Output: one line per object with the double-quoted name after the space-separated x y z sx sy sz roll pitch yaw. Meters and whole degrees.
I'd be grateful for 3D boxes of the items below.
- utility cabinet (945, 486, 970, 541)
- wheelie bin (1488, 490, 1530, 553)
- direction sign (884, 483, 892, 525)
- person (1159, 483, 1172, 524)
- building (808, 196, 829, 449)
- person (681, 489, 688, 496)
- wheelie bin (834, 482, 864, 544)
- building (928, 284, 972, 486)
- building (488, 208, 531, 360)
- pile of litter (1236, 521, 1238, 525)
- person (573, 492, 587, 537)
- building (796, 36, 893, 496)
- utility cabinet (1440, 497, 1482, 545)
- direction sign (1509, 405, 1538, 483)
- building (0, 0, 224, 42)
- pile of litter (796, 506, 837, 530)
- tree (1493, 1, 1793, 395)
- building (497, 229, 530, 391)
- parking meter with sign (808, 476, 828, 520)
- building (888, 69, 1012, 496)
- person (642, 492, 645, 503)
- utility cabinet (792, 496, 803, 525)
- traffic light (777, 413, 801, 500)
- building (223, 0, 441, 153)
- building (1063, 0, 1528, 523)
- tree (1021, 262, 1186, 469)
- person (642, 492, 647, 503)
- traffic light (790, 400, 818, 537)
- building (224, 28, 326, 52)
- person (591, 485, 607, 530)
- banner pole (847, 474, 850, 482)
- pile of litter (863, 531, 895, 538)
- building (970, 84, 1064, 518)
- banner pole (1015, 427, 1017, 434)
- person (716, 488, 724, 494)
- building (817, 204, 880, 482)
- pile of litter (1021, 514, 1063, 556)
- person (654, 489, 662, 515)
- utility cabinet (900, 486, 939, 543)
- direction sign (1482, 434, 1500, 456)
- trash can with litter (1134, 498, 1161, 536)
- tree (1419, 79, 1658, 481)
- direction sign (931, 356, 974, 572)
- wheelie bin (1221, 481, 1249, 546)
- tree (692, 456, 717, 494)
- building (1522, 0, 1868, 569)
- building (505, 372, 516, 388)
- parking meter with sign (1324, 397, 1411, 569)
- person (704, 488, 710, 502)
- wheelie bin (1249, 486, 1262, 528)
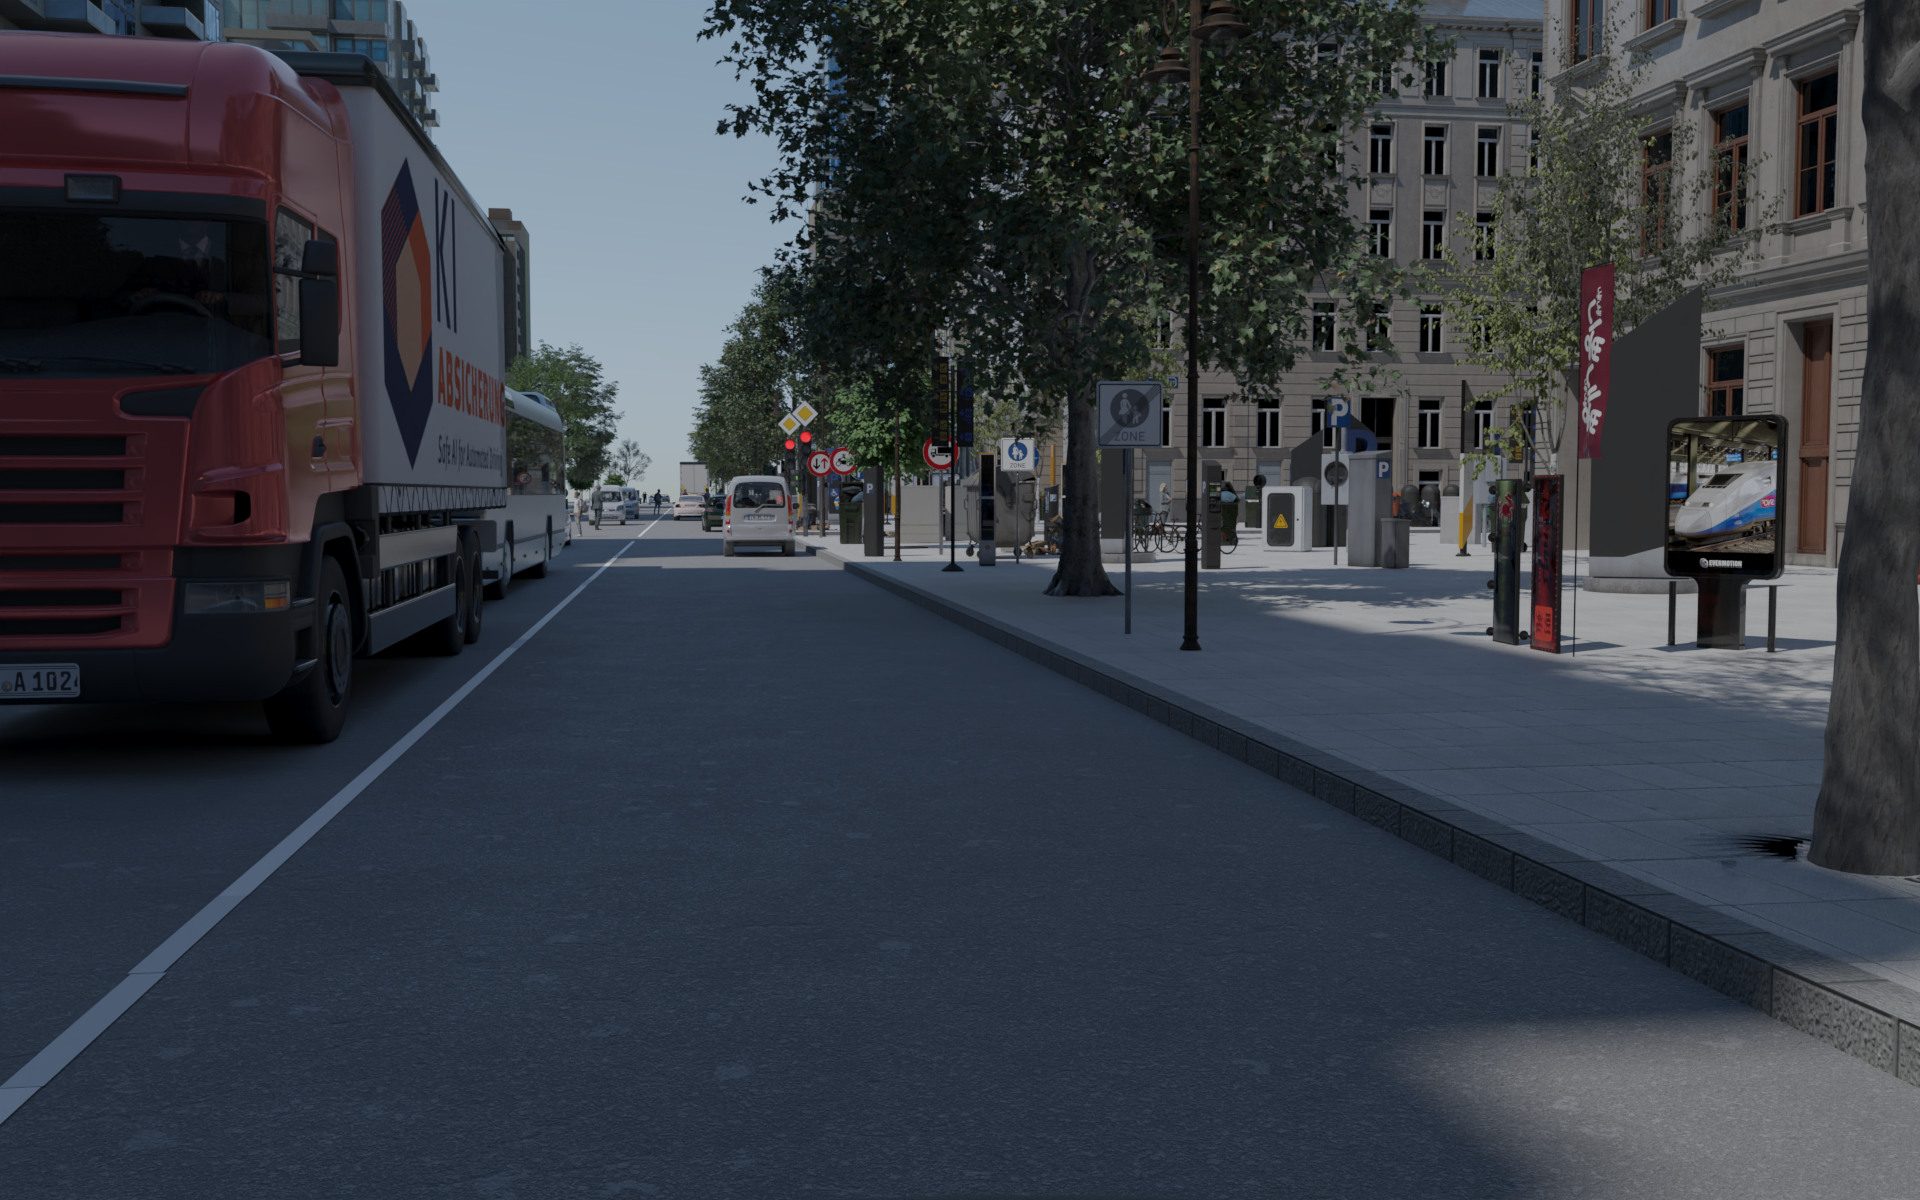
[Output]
0.147 -2.360 47.263 1.173 1.500 0.318 -3 4 -37 "utility cabinet"
11.953 -1.832 37.853 0.980 1.594 0.693 -2 4 -32 "wheelie bin"
-3.036 -4.911 72.285 0.876 3.537 0.379 2 4 28 "direction sign"
6.767 -2.941 56.774 0.537 1.800 0.526 -3 5 -44 "person"
-14.933 -37.073 256.257 14.600 45.320 14.200 -1 4 -9 "building"
-22.447 -8.151 141.733 1.348 1.831 0.705 -3 5 -41 "person"
-2.755 -2.237 44.482 0.980 1.594 0.693 0 4 2 "wheelie bin"
5.823 -20.704 125.900 14.401 28.519 23.554 -1 4 -9 "building"
-75.495 -38.148 273.837 14.600 45.320 14.200 -1 4 -9 "building"
10.936 -3.527 71.625 1.176 0.858 1.719 1 4 10 "pile of litter"
-12.837 -2.888 58.321 0.503 1.515 0.523 2 4 26 "person"
-14.923 -59.087 278.735 22.319 86.520 31.000 -1 4 -9 "building"
12.860 -2.037 44.460 0.306 1.237 1.020 -3 5 -44 "utility cabinet"
14.342 -3.173 43.873 0.876 3.537 0.379 0 4 2 "direction sign"
-47.525 -46.953 80.361 22.319 86.520 31.000 -1 4 -9 "building"
-5.148 -2.920 61.701 1.719 0.858 1.176 -1 4 -17 "pile of litter"
9.897 -4.642 26.262 4.360 8.622 3.978 0 3 0 "tree"
-72.435 -35.264 260.152 14.154 41.232 14.086 -1 4 -9 "building"
-5.806 -4.798 74.715 1.738 3.016 0.543 -2 4 -27 "parking meter with sign"
3.085 -43.977 157.282 20.563 71.187 20.611 -1 4 -9 "building"
-52.612 -17.115 288.321 1.348 1.826 0.705 3 5 43 "person"
-7.012 -3.724 72.056 1.020 1.237 0.306 -2 4 -35 "utility cabinet"
-5.912 -4.343 59.923 0.839 4.253 0.868 -1 4 -9 "traffic light"
-62.290 -33.443 166.399 23.786 49.044 30.456 -1 4 -9 "building"
18.036 -17.490 83.229 25.104 27.353 12.463 -1 4 -9 "building"
4.417 -5.903 46.880 4.737 8.622 4.395 0 3 0 "tree"
-51.148 -16.718 281.857 1.348 1.822 0.705 -3 4 -38 "person"
-4.668 -3.860 52.035 0.839 4.253 0.868 -1 4 -9 "traffic light"
-62.350 -27.356 139.151 32.217 40.220 23.993 -1 4 -9 "building"
-14.335 -3.683 68.895 0.661 1.801 0.590 2 4 35 "person"
-6.544 -6.838 101.819 0.401 3.779 0.863 1 4 9 "banner pole"
-2.560 -2.316 51.832 1.176 0.858 1.719 -1 4 -15 "pile of litter"
8.355 -19.469 104.229 13.634 28.700 20.117 -1 4 -9 "building"
2.101 -4.577 64.853 0.401 3.779 0.863 0 4 -7 "banner pole"
-14.862 -6.002 106.890 0.793 1.790 0.793 3 4 36 "person"
-13.002 -34.177 242.395 14.154 41.232 14.086 -1 4 -9 "building"
1.794 -1.404 36.913 1.176 0.858 1.719 2 4 31 "pile of litter"
-20.730 -6.726 118.812 0.623 1.781 0.721 0 4 4 "person"
-1.056 -2.227 45.092 1.173 1.500 0.318 -1 4 -13 "utility cabinet"
19.924 -4.467 65.028 0.876 3.537 0.379 -2 4 -29 "direction sign"
5.818 -2.590 53.729 1.055 1.170 0.624 -2 4 -28 "trash can with litter"
10.629 -4.952 31.329 4.737 8.622 4.395 0 3 0 "tree"
-0.119 -2.243 28.670 0.876 3.537 0.379 -3 5 -39 "direction sign"
6.506 -2.144 42.968 0.693 1.594 0.980 -2 4 -32 "wheelie bin"
-39.484 -21.730 281.047 9.928 11.665 9.643 0 3 0 "tree"
19.853 -11.904 30.781 11.583 22.565 21.152 -1 4 -9 "building"
-76.400 -24.060 238.415 27.650 21.520 28.899 -1 4 -9 "building"
7.193 -2.091 30.443 0.543 3.016 1.738 -2 4 -30 "parking meter with sign"
-15.256 -5.800 103.611 0.573 1.790 0.520 1 4 22 "person"
11.141 -3.542 65.827 0.980 1.594 0.693 1 4 14 "wheelie bin"
